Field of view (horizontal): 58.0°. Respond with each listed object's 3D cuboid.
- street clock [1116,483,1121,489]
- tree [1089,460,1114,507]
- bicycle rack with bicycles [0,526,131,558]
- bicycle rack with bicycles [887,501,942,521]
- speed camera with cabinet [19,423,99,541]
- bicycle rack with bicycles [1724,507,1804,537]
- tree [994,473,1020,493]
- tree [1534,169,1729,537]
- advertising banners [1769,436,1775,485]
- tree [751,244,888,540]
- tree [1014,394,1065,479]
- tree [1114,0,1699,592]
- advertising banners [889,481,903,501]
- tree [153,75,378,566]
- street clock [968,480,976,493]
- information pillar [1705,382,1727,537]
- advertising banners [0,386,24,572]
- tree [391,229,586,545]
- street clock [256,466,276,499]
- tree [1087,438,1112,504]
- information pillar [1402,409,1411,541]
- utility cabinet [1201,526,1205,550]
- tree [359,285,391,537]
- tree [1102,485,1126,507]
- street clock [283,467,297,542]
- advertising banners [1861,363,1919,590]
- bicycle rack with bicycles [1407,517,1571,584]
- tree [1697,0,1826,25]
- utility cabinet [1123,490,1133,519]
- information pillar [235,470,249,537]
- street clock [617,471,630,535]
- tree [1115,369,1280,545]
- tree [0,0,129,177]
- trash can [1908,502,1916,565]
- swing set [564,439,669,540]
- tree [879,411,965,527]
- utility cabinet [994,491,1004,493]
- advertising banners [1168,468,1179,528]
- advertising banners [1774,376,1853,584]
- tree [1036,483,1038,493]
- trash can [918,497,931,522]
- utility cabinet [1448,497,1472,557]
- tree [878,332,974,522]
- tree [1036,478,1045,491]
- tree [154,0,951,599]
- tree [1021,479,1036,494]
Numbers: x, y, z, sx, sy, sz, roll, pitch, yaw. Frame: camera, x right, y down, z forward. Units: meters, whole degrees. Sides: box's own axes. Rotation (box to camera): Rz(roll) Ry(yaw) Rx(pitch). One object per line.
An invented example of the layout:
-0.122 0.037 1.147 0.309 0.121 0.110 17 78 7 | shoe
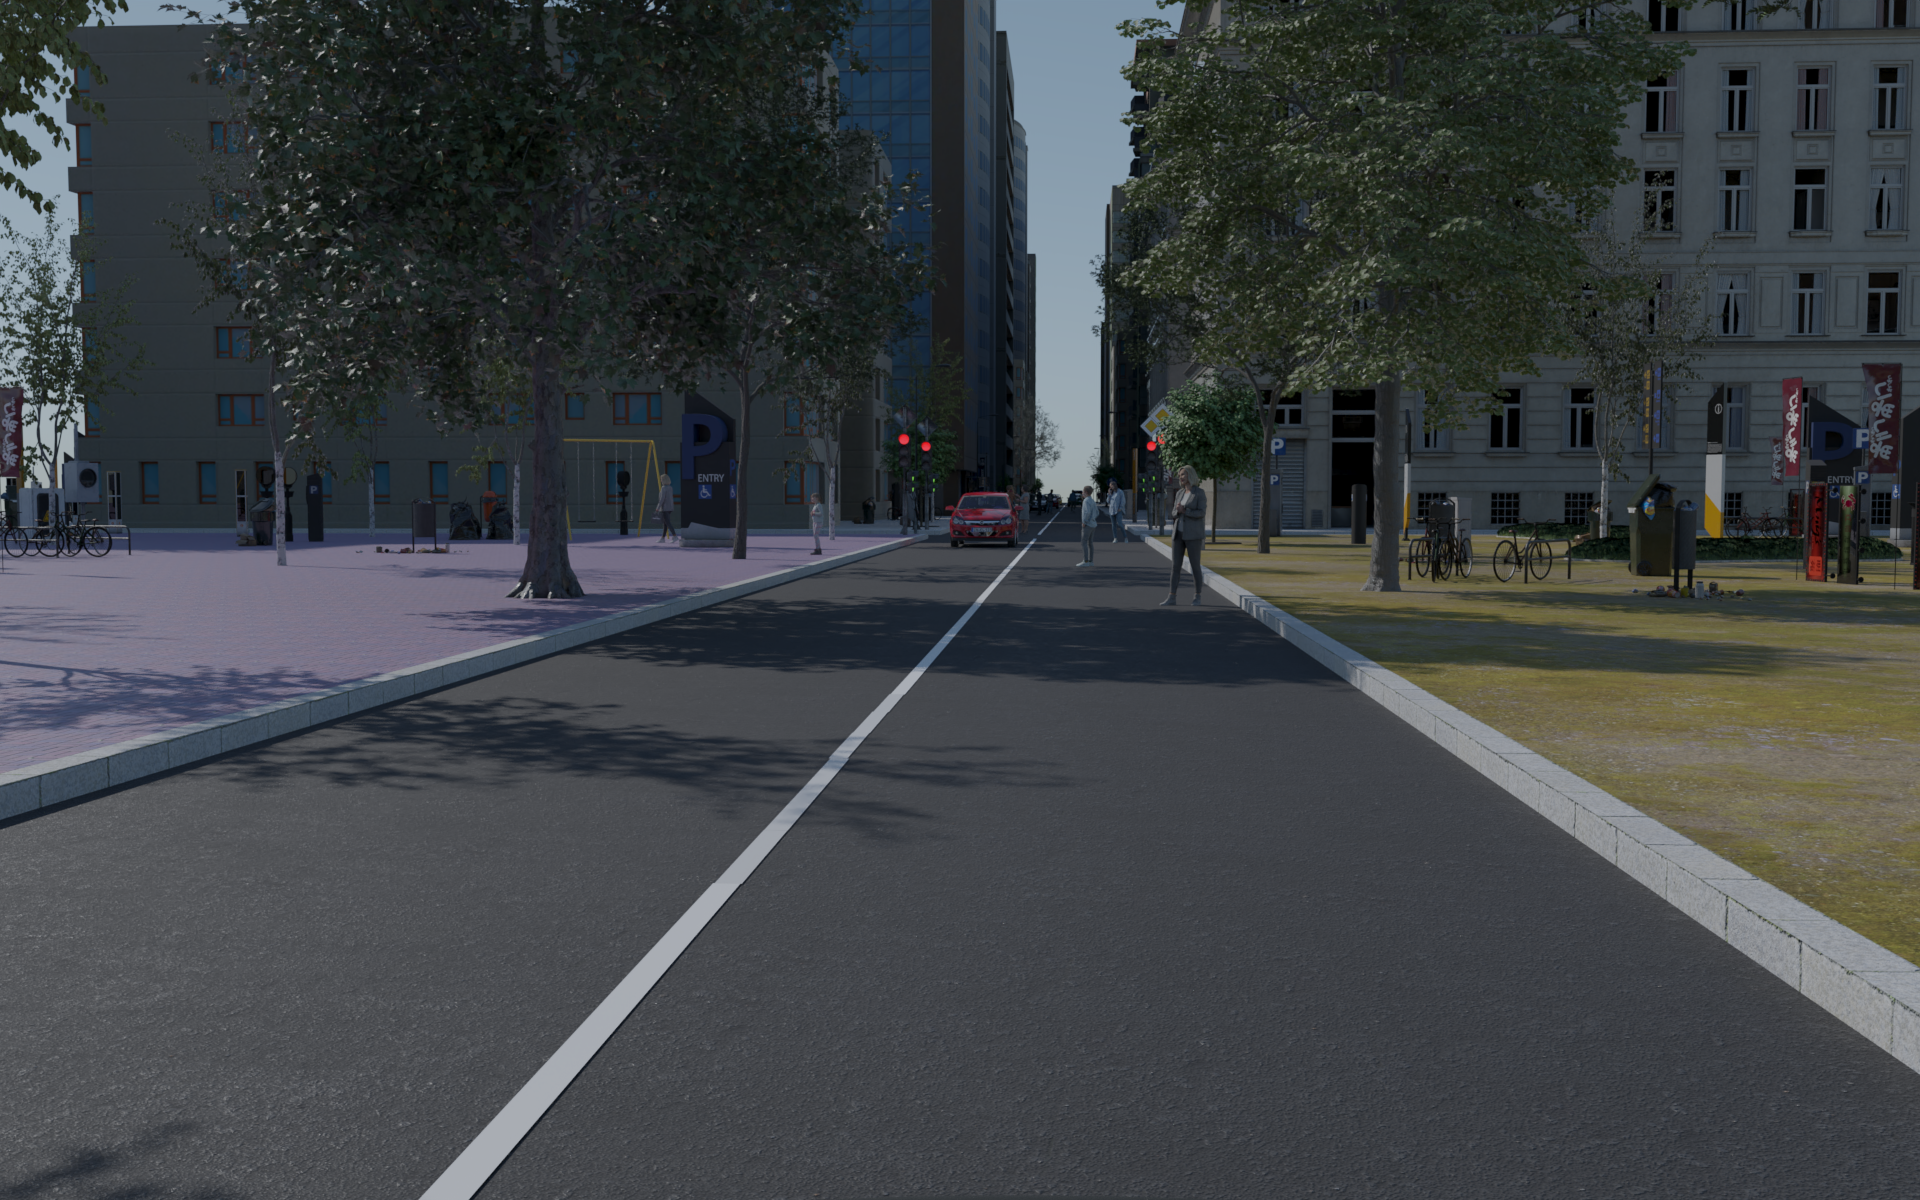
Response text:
10.375 -6.718 114.411 0.471 2.002 0.358 3 5 40 | street clock
14.111 -11.161 166.190 4.285 4.588 4.351 0 3 0 | tree
-18.526 -1.369 35.768 2.925 0.926 2.852 2 4 24 | bicycle rack with bicycles
-2.327 -4.389 85.143 2.925 0.926 2.852 -1 4 -12 | bicycle rack with bicycles
-24.829 -3.267 47.747 0.660 3.252 2.038 2 4 27 | speed camera with cabinet
22.972 -2.193 49.239 2.925 0.926 2.852 1 4 8 | bicycle rack with bicycles
3.918 -9.451 149.132 1.663 3.219 1.824 0 3 0 | tree
14.908 -5.434 39.208 4.360 8.622 3.978 0 3 0 | tree
25.562 -3.463 52.805 2.074 3.025 0.090 -1 4 -9 | advertising banners
-3.682 -5.990 48.303 4.360 8.622 3.978 0 3 0 | tree
7.907 -18.525 213.247 12.009 13.543 11.850 0 3 0 | tree
5.713 -6.415 23.005 7.486 12.596 7.792 0 3 0 | tree
-3.795 -6.244 98.277 2.074 3.025 0.090 1 4 12 | advertising banners
-11.937 -4.924 30.862 4.360 8.622 3.978 0 3 0 | tree
0.639 -5.276 90.827 0.358 2.002 0.471 2 4 27 | street clock
15.911 -2.758 36.447 0.183 3.616 0.504 -1 4 -17 | information pillar
-16.195 -1.971 28.417 2.074 3.025 0.090 1 4 13 | advertising banners
-11.222 -5.713 43.770 4.737 8.622 4.395 0 3 0 | tree
-17.933 -2.462 44.824 0.471 2.002 0.358 0 4 -7 | street clock
18.498 -16.546 220.886 4.360 8.622 3.978 0 3 0 | tree
12.222 -3.422 47.299 0.183 3.616 0.504 0 4 5 | information pillar
5.475 -1.757 39.885 0.306 1.237 1.020 0 4 5 | utility cabinet
-17.838 -6.189 51.560 4.737 8.622 4.395 0 3 0 | tree
15.256 -10.715 169.787 1.663 3.219 1.824 0 3 0 | tree
-18.098 -2.572 46.630 0.471 2.002 0.358 -3 5 -40 | street clock
13.045 -1.646 23.096 2.074 3.025 0.090 0 4 4 | advertising banners
7.745 -0.766 25.913 2.852 0.926 2.925 3 5 40 | bicycle rack with bicycles
3.870 -4.275 4.306 7.601 10.594 8.767 -3 5 -43 | tree
8.615 -4.914 89.028 0.318 1.500 1.173 0 4 -5 | utility cabinet
-21.619 -2.914 52.143 0.304 2.012 0.304 -1 4 -14 | information pillar
-10.525 -3.036 54.205 0.358 2.002 0.471 1 4 17 | street clock
6.536 -3.717 44.489 4.285 4.588 4.351 0 3 0 | tree
-8.171 -3.861 13.485 4.737 8.622 4.395 0 3 0 | tree
16.662 -1.104 29.710 0.748 1.137 0.748 0 3 0 | trash can
-10.327 -3.194 49.849 3.119 2.851 2.862 -2 4 -28 | swing set
-1.429 -5.135 67.675 4.285 4.588 4.351 0 3 0 | tree
2.913 -7.341 128.704 0.318 1.500 1.173 2 4 24 | utility cabinet
6.034 -3.187 48.299 0.090 3.025 2.074 1 4 20 | advertising banners
12.566 -1.780 25.294 0.090 3.025 2.074 0 4 -6 | advertising banners
10.824 -15.848 253.722 1.663 3.219 1.824 0 3 0 | tree
-1.634 -4.139 79.330 0.748 1.137 0.748 0 3 0 | trash can
10.256 -1.490 35.521 0.306 1.237 1.020 0 4 6 | utility cabinet
-1.482 -7.814 78.129 4.737 8.622 4.395 0 3 0 | tree
12.985 -19.169 297.124 4.285 4.588 4.351 0 3 0 | tree
-5.131 -6.386 21.426 9.611 12.733 9.660 0 3 0 | tree
7.273 -12.429 197.815 1.663 3.219 1.824 0 3 0 | tree
